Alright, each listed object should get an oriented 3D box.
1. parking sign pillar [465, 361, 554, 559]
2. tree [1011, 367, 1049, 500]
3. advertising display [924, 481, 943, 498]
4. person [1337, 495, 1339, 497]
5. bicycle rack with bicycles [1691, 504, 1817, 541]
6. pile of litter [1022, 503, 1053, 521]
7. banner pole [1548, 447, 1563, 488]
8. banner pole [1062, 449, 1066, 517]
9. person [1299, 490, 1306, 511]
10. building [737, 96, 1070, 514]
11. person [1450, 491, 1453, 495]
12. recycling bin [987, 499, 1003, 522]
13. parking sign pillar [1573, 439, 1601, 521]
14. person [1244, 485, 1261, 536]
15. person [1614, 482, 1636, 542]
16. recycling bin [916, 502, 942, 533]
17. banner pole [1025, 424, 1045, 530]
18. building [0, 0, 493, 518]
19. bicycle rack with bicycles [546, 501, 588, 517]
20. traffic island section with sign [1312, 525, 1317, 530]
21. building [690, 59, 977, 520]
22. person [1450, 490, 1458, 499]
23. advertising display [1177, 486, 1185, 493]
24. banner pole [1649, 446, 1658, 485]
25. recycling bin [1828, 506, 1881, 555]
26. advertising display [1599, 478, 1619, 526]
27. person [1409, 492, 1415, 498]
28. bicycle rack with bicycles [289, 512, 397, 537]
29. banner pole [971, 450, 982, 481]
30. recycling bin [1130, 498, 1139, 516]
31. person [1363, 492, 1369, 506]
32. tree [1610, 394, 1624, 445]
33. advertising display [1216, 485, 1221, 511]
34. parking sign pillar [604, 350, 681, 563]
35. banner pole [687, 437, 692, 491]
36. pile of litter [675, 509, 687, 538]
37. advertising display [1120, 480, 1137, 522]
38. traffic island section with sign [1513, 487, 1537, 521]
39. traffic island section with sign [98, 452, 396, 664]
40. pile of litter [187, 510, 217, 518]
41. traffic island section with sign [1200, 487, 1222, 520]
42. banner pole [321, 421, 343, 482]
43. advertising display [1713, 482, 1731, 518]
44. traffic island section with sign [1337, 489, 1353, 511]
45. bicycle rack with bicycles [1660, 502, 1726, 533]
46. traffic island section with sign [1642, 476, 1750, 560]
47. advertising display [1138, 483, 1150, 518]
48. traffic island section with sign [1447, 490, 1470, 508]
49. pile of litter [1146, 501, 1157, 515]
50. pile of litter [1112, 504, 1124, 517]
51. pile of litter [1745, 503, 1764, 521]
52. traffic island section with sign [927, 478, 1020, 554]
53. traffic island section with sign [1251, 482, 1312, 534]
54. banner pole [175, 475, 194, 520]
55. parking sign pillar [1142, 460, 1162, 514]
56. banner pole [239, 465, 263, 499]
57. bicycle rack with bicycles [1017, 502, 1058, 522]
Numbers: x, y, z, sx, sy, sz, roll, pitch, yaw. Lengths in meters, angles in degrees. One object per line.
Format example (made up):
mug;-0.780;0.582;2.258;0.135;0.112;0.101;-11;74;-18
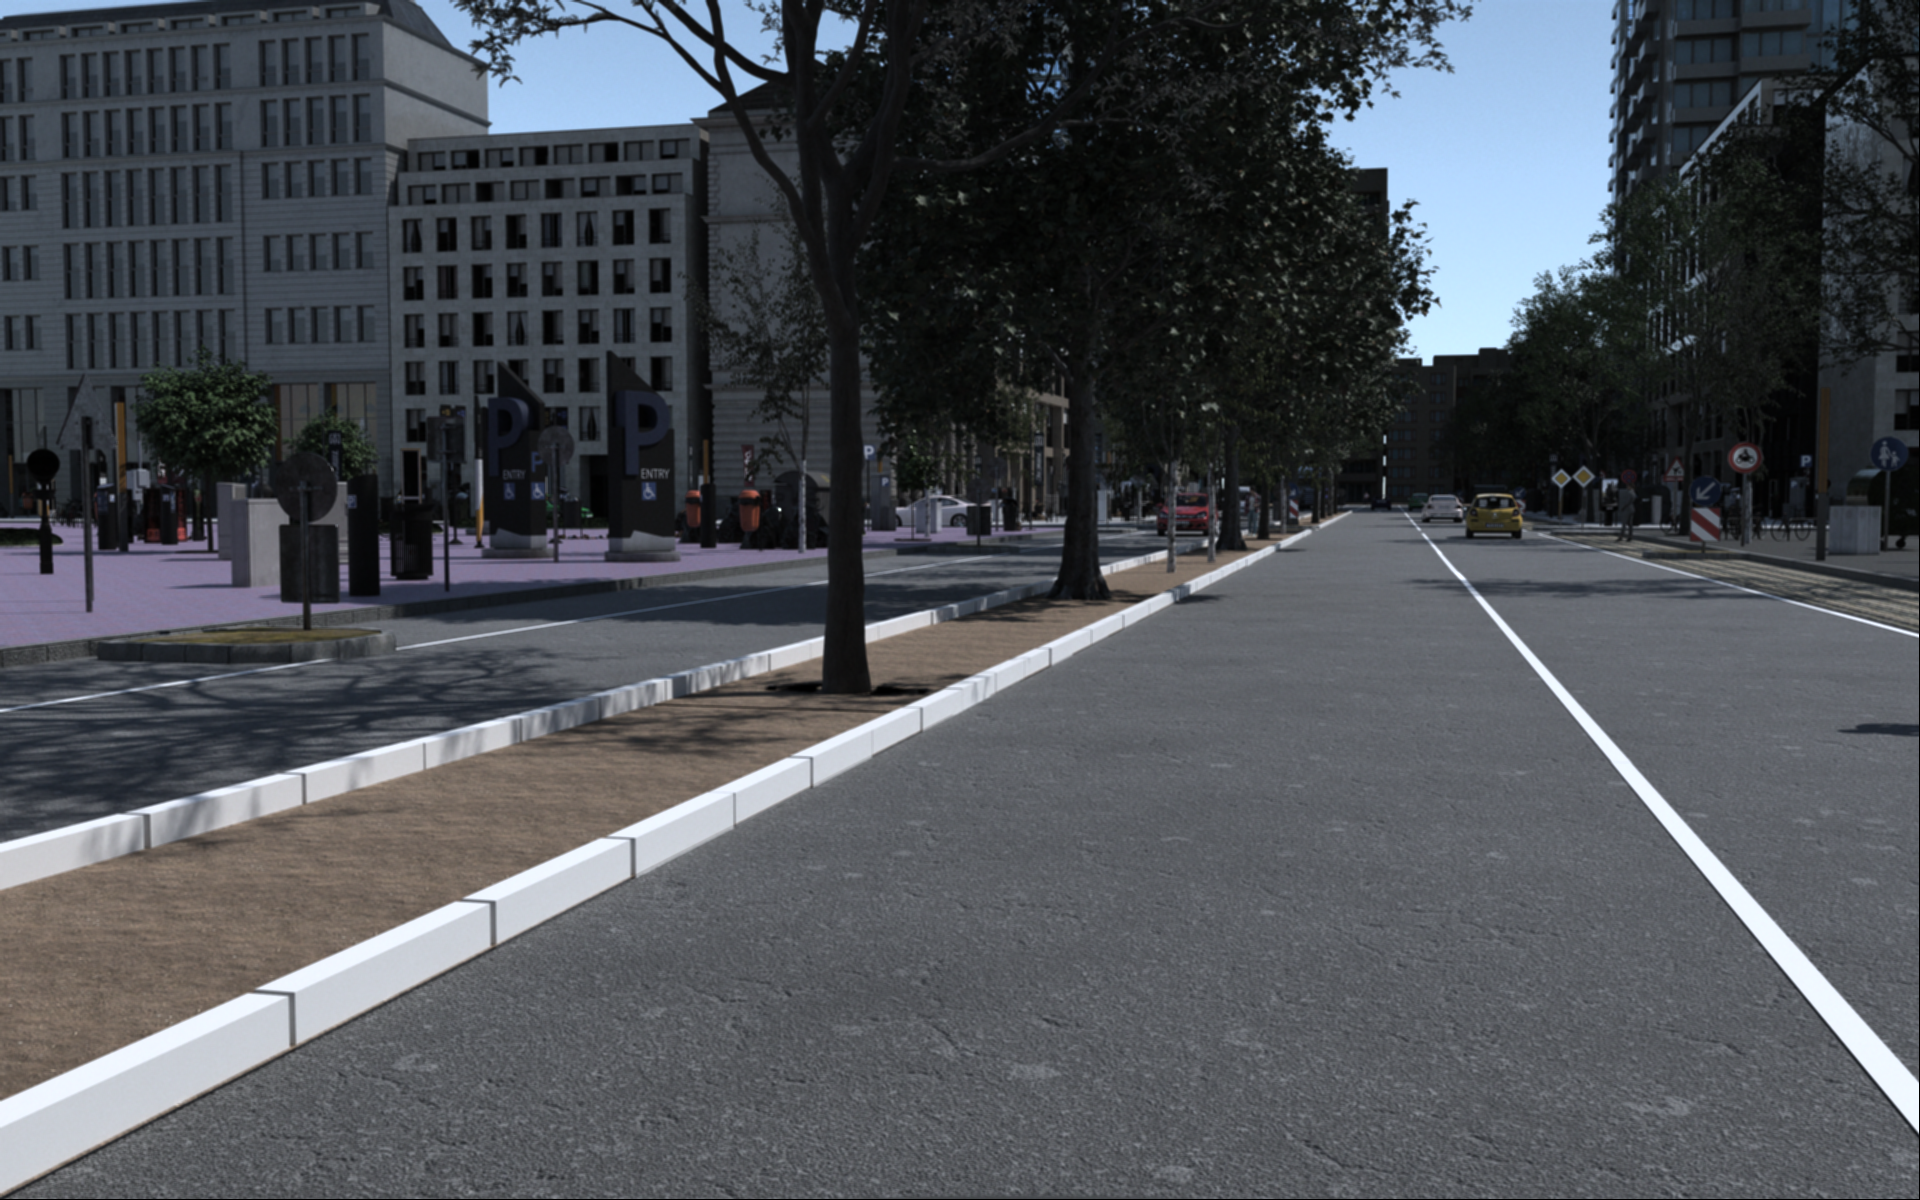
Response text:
parking sign pillar;-8.905;-2.833;34.797;1.447;3.967;1.447;3;4;37
tree;2.745;-8.426;88.122;4.737;8.622;4.395;0;3;0
advertising display;-1.244;-4.669;81.558;0.974;1.923;0.123;-2;4;-25
person;47.315;-12.735;216.585;0.709;1.838;0.599;3;4;37
bicycle rack with bicycles;22.447;-2.132;48.240;2.925;0.926;2.852;-3;4;-36
pile of litter;3.723;-4.297;84.224;1.176;0.858;1.719;-3;5;-40
banner pole;31.707;-6.244;92.107;0.863;3.779;0.401;2;4;28
banner pole;5.732;-6.453;95.522;0.401;3.779;0.863;1;4;15
person;28.336;-8.236;143.338;0.592;1.802;0.473;-1;4;-9
building;-3.102;-19.513;123.550;19.350;26.468;34.151;1;4;14
person;54.488;-11.175;191.884;0.621;1.740;0.551;0;4;-1
recycling bin;1.658;-4.192;81.099;0.722;1.027;0.722;2;4;29
parking sign pillar;30.487;-5.834;83.864;1.447;3.967;1.447;0;4;-8
person;9.895;-3.007;58.496;0.563;1.720;0.643;2;4;24
person;19.887;-2.631;51.790;0.573;1.790;0.520;1;4;22
recycling bin;-1.026;-2.705;56.773;0.722;1.027;0.722;1;4;13
banner pole;2.701;-4.392;61.827;0.863;3.779;0.401;-3;5;-39
building;-43.401;-19.765;100.646;29.804;29.767;11.434;1;4;14
bicycle rack with bicycles;-20.110;-4.534;87.521;2.852;0.926;2.925;0;4;5
traffic island section with sign;13.416;-3.788;70.078;2.006;1.907;1.989;1;4;14
building;-5.802;-16.319;95.700;11.050;23.489;19.941;1;4;14
person;47.164;-9.609;165.591;1.348;1.826;0.705;-2;4;-27
advertising display;18.449;-8.553;145.048;0.974;1.923;0.123;2;4;24
banner pole;36.235;-6.154;90.640;0.401;3.779;0.863;-1;4;-15
recycling bin;18.941;-1.475;36.669;0.722;1.027;0.722;-1;4;-20
advertising display;25.895;-3.908;69.116;0.974;1.923;0.123;-2;4;-28
person;54.294;-12.122;207.421;0.721;1.735;1.217;-3;4;-36
bicycle rack with bicycles;-18.269;-2.267;50.443;2.925;0.926;2.852;0;4;4
banner pole;0.881;-6.587;97.716;0.863;3.779;0.401;-2;4;-26
recycling bin;10.430;-5.444;101.558;0.722;1.027;0.722;-2;4;-26
person;50.822;-12.688;216.879;0.436;1.711;0.756;-2;4;-31
tree;44.611;-9.981;113.552;4.360;8.622;3.978;0;3;0
advertising display;19.149;-7.528;128.299;0.123;1.923;0.974;-1;4;-10
parking sign pillar;-6.072;-2.725;33.023;1.447;3.967;1.447;3;5;40
banner pole;-11.827;-5.257;75.964;0.401;3.779;0.863;0;4;3
pile of litter;-8.390;-2.275;51.167;1.176;0.858;1.719;2;4;30
advertising display;7.809;-4.630;80.909;0.123;1.923;0.974;-2;4;-28
traffic island section with sign;29.499;-5.090;91.854;1.989;1.847;2.006;1;4;14
traffic island section with sign;-6.237;-0.426;15.594;1.989;1.847;2.006;1;4;14
pile of litter;-41.247;-4.890;93.921;1.719;0.858;1.176;1;4;11
traffic island section with sign;13.602;-5.327;95.730;1.989;1.847;2.006;1;4;14
banner pole;-21.595;-4.248;59.469;0.863;3.779;0.401;0;4;-1
advertising display;41.479;-5.448;94.288;0.974;1.923;0.123;0;4;-5
traffic island section with sign;31.464;-8.250;143.025;2.006;1.907;1.989;1;4;14
bicycle rack with bicycles;24.557;-2.620;56.213;2.852;0.926;2.925;-1;4;-9
traffic island section with sign;16.284;-1.823;38.439;1.989;1.847;2.006;1;4;14
advertising display;9.835;-5.370;93.019;0.974;1.923;0.123;-3;4;-38
traffic island section with sign;48.193;-9.709;167.364;1.989;1.847;2.006;1;4;14
pile of litter;11.540;-5.654;106.405;1.176;0.858;1.719;-2;4;-33
pile of litter;8.790;-5.022;96.071;1.176;0.858;1.719;0;4;-3
pile of litter;38.199;-4.247;83.407;1.176;0.858;1.719;3;4;39
traffic island section with sign;0.391;-2.061;42.320;1.989;1.847;2.006;1;4;14
traffic island section with sign;11.626;-3.349;62.889;2.006;1.907;1.989;1;4;14
banner pole;-38.167;-5.845;85.585;0.863;3.779;0.401;1;4;15
parking sign pillar;12.110;-7.425;109.869;1.447;3.967;1.447;0;4;-6
banner pole;-20.672;-3.708;50.649;0.863;3.779;0.401;-3;5;-39
bicycle rack with bicycles;3.398;-4.008;78.905;2.852;0.926;2.925;0;4;4
